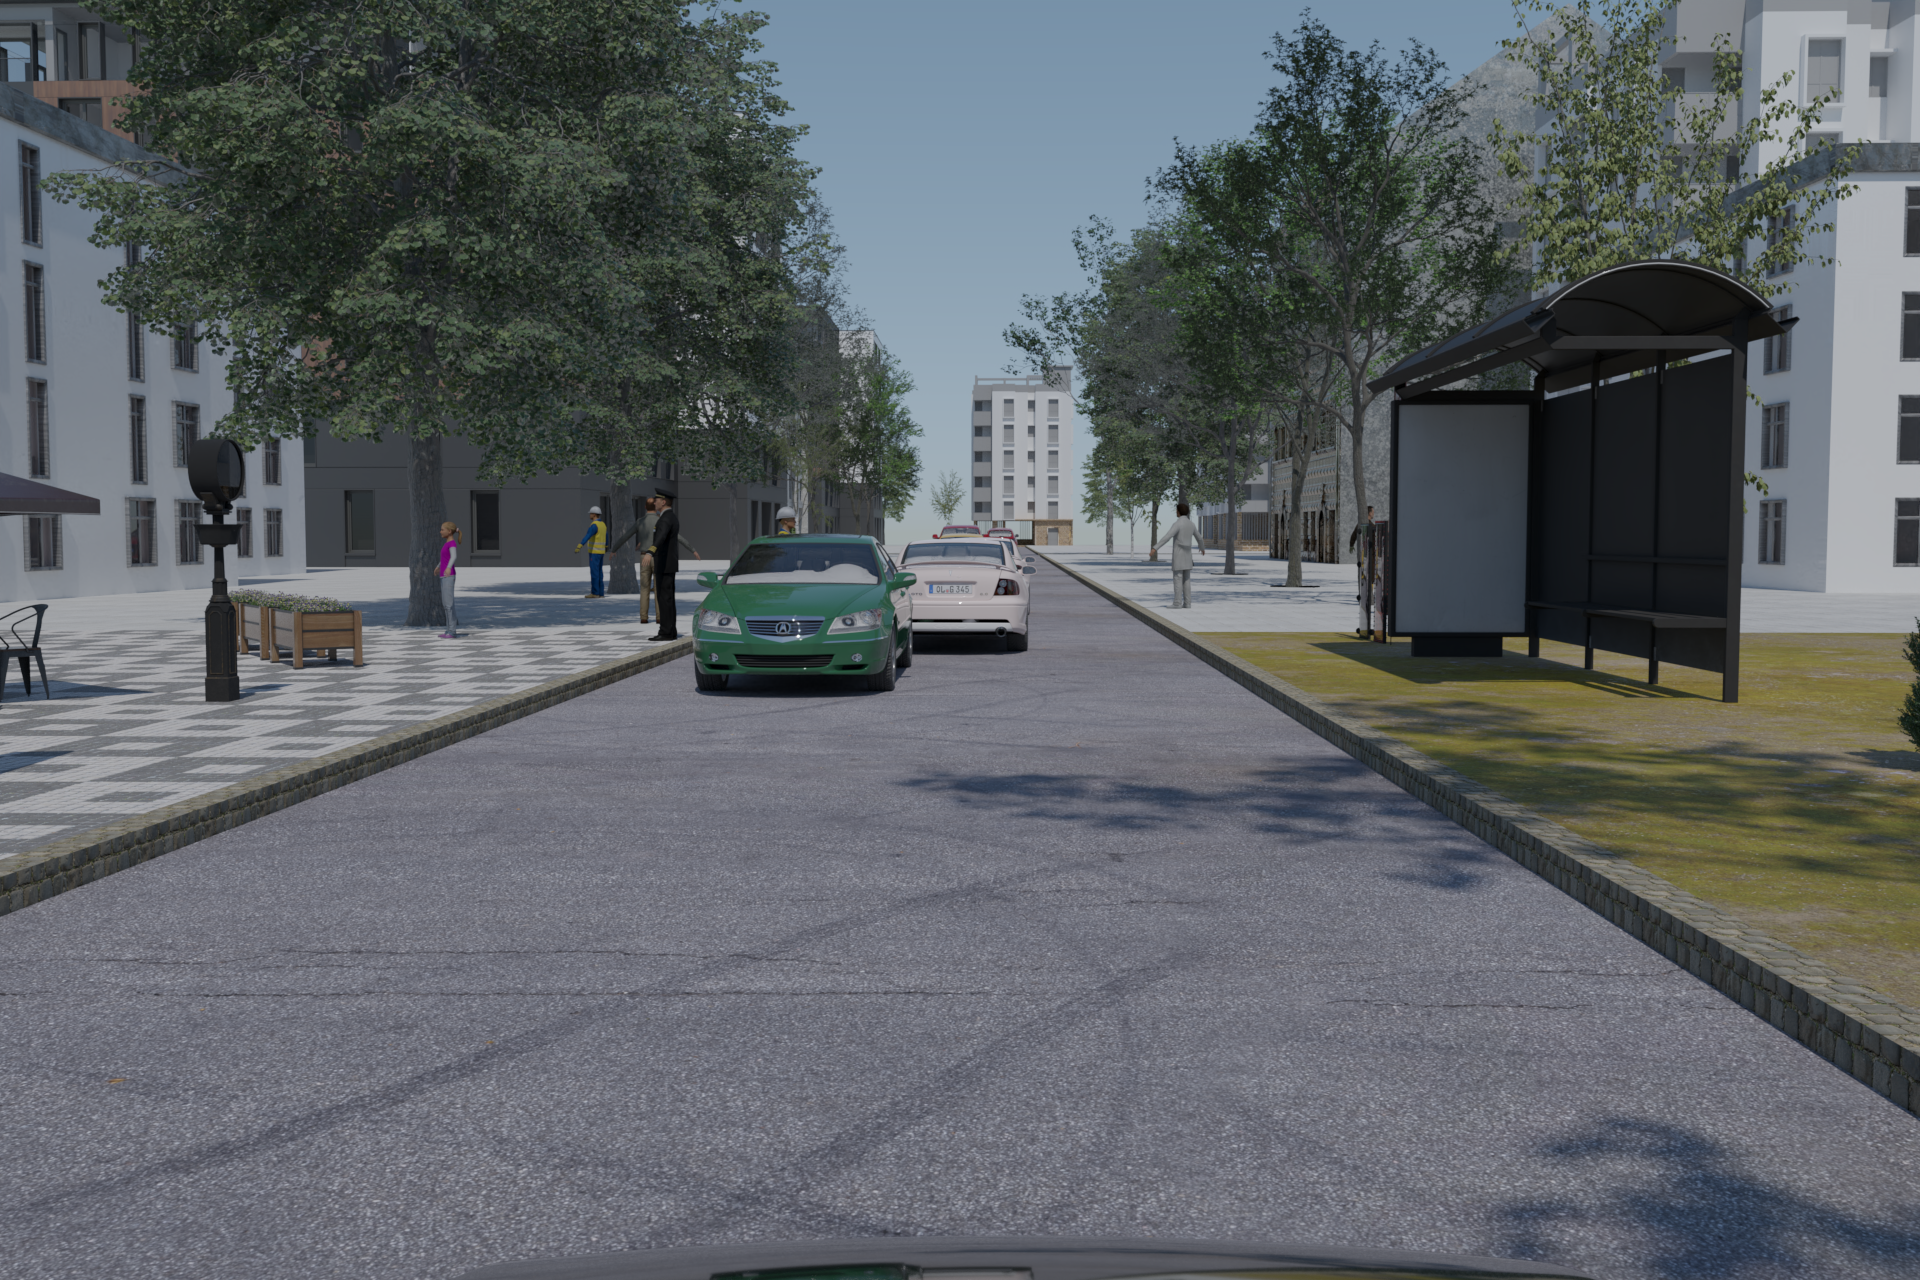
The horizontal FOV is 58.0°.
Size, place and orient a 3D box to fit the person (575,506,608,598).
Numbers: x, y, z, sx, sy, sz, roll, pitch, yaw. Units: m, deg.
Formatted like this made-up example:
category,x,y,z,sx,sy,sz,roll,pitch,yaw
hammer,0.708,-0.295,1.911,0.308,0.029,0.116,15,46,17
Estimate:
category,x,y,z,sx,sy,sz,roll,pitch,yaw
person,-7.314,-1.756,34.678,0.705,1.833,1.349,1,4,14

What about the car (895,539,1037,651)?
category,x,y,z,sx,sy,sz,roll,pitch,yaw
car,-0.036,-0.626,22.600,2.083,1.381,4.827,0,4,2

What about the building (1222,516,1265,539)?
category,x,y,z,sx,sy,sz,roll,pitch,yaw
building,31.359,-19.732,179.045,16.016,20.090,11.380,0,4,1

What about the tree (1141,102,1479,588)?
category,x,y,z,sx,sy,sz,roll,pitch,yaw
tree,8.221,-7.069,41.332,9.928,11.665,9.643,0,3,0

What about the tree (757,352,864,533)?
category,x,y,z,sx,sy,sz,roll,pitch,yaw
tree,-6.520,-7.179,67.733,4.360,8.622,3.978,0,3,0

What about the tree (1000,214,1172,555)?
category,x,y,z,sx,sy,sz,roll,pitch,yaw
tree,8.072,-15.274,105.622,12.611,20.169,13.585,0,3,0

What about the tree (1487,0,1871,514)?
category,x,y,z,sx,sy,sz,roll,pitch,yaw
tree,8.079,-4.298,20.642,4.737,8.622,4.395,0,3,0

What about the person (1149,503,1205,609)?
category,x,y,z,sx,sy,sz,roll,pitch,yaw
person,3.798,-1.446,29.825,1.347,1.806,0.705,-3,5,-40

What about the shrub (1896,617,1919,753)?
category,x,y,z,sx,sy,sz,roll,pitch,yaw
shrub,5.526,0.113,9.265,1.383,1.207,1.383,0,3,0

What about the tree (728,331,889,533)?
category,x,y,z,sx,sy,sz,roll,pitch,yaw
tree,-6.513,-8.612,75.221,7.601,10.594,8.767,1,4,11

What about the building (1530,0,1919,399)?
category,x,y,z,sx,sy,sz,roll,pitch,yaw
building,27.458,-12.829,66.175,16.016,20.090,11.380,0,4,1

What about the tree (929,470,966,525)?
category,x,y,z,sx,sy,sz,roll,pitch,yaw
tree,-1.333,-14.931,194.479,4.737,8.622,4.395,0,3,0

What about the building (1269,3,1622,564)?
category,x,y,z,sx,sy,sz,roll,pitch,yaw
building,25.382,-15.317,81.359,19.493,23.208,18.063,0,4,1

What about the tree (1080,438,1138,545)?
category,x,y,z,sx,sy,sz,roll,pitch,yaw
tree,17.259,-17.111,197.885,7.486,12.596,7.792,0,3,0

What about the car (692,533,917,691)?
category,x,y,z,sx,sy,sz,roll,pitch,yaw
car,-1.462,-0.338,17.331,2.131,1.459,4.920,0,4,2

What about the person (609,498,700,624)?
category,x,y,z,sx,sy,sz,roll,pitch,yaw
person,-4.392,-1.131,24.766,1.348,1.796,0.705,0,4,8

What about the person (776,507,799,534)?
category,x,y,z,sx,sy,sz,roll,pitch,yaw
person,-2.075,-0.784,21.741,0.721,1.772,1.216,0,4,0

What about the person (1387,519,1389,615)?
category,x,y,z,sx,sy,sz,roll,pitch,yaw
person,6.921,-1.300,27.378,1.348,1.813,0.705,-3,5,-44

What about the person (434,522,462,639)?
category,x,y,z,sx,sy,sz,roll,pitch,yaw
person,-6.347,-0.735,21.284,0.599,1.433,0.991,-2,4,-24

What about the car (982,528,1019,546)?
category,x,y,z,sx,sy,sz,roll,pitch,yaw
car,2.455,-5.926,105.556,2.281,1.827,5.304,0,4,1

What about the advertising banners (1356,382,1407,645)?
category,x,y,z,sx,sy,sz,roll,pitch,yaw
advertising banners,4.965,-1.482,20.411,0.090,3.025,2.074,0,3,0

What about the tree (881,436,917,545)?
category,x,y,z,sx,sy,sz,roll,pitch,yaw
tree,-8.350,-17.112,197.902,7.486,12.596,7.792,0,3,0

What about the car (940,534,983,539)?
category,x,y,z,sx,sy,sz,roll,pitch,yaw
car,0.055,-2.321,48.166,2.015,1.641,3.980,0,4,1

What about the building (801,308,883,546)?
category,x,y,z,sx,sy,sz,roll,pitch,yaw
building,-22.606,-20.033,171.507,27.936,21.610,32.646,0,4,1

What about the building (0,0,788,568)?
category,x,y,z,sx,sy,sz,roll,pitch,yaw
building,-24.358,-14.582,82.384,27.936,21.610,32.646,0,4,2

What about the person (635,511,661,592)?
category,x,y,z,sx,sy,sz,roll,pitch,yaw
person,-6.736,-2.000,38.556,1.347,1.847,0.705,3,5,42

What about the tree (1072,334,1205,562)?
category,x,y,z,sx,sy,sz,roll,pitch,yaw
tree,9.162,-9.431,79.955,9.928,11.665,9.643,0,3,0

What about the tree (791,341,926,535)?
category,x,y,z,sx,sy,sz,roll,pitch,yaw
tree,-5.703,-10.326,94.591,9.928,11.665,9.643,0,3,0

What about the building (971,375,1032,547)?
category,x,y,z,sx,sy,sz,roll,pitch,yaw
building,1.650,-20.760,198.301,11.380,20.090,16.016,0,4,-2

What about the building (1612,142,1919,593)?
category,x,y,z,sx,sy,sz,roll,pitch,yaw
building,23.303,-5.823,37.353,9.099,9.664,28.070,0,4,2

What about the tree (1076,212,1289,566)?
category,x,y,z,sx,sy,sz,roll,pitch,yaw
tree,9.018,-9.914,68.757,9.857,13.997,8.962,0,3,0

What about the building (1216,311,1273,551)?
category,x,y,z,sx,sy,sz,roll,pitch,yaw
building,26.264,-17.425,141.320,16.016,20.090,11.380,0,4,2

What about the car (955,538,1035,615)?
category,x,y,z,sx,sy,sz,roll,pitch,yaw
car,0.363,-1.205,32.071,2.083,1.381,4.827,0,4,2

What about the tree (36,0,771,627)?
category,x,y,z,sx,sy,sz,roll,pitch,yaw
tree,-7.413,-7.165,23.808,9.857,13.997,8.962,0,3,0

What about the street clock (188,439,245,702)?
category,x,y,z,sx,sy,sz,roll,pitch,yaw
street clock,-5.672,-0.532,13.264,0.358,2.002,0.471,0,4,3

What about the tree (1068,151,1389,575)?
category,x,y,z,sx,sy,sz,roll,pitch,yaw
tree,8.631,-8.794,54.149,12.009,13.543,11.850,0,3,0

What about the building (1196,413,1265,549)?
category,x,y,z,sx,sy,sz,roll,pitch,yaw
building,27.341,-18.647,161.296,16.016,20.090,11.380,0,4,2

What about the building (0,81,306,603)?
category,x,y,z,sx,sy,sz,roll,pitch,yaw
building,-22.180,-6.135,42.457,9.099,9.664,28.070,0,4,1

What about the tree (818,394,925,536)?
category,x,y,z,sx,sy,sz,roll,pitch,yaw
tree,-5.400,-10.544,106.800,7.601,10.594,8.767,-3,4,-37

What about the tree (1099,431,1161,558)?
category,x,y,z,sx,sy,sz,roll,pitch,yaw
tree,9.218,-8.595,90.897,4.737,8.622,4.395,0,3,0

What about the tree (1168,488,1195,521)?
category,x,y,z,sx,sy,sz,roll,pitch,yaw
tree,26.064,-14.969,195.111,4.360,8.622,3.978,0,3,0

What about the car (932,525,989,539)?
category,x,y,z,sx,sy,sz,roll,pitch,yaw
car,0.043,-3.758,70.113,2.281,1.827,5.304,0,4,1

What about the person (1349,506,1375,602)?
category,x,y,z,sx,sy,sz,roll,pitch,yaw
person,7.643,-1.605,32.385,0.704,1.812,1.346,-1,4,-23

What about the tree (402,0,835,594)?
category,x,y,z,sx,sy,sz,roll,pitch,yaw
tree,-7.328,-7.964,36.867,9.857,13.997,8.962,0,3,0

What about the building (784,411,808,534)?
category,x,y,z,sx,sy,sz,roll,pitch,yaw
building,-21.039,-15.896,126.356,16.747,18.905,31.486,0,4,1

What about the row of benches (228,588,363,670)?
category,x,y,z,sx,sy,sz,roll,pitch,yaw
row of benches,-7.149,-0.167,18.196,1.422,0.672,4.104,-2,4,-33

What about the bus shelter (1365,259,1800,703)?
category,x,y,z,sx,sy,sz,roll,pitch,yaw
bus shelter,5.209,-1.322,15.535,2.014,3.302,5.546,0,4,1

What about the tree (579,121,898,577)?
category,x,y,z,sx,sy,sz,roll,pitch,yaw
tree,-6.978,-8.680,52.295,12.009,13.543,11.850,0,3,0

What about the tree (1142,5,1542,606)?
category,x,y,z,sx,sy,sz,roll,pitch,yaw
tree,7.014,-5.908,31.014,7.601,10.594,8.767,1,4,23

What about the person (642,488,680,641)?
category,x,y,z,sx,sy,sz,roll,pitch,yaw
person,-3.572,-0.912,20.847,0.705,1.837,1.347,0,4,2
